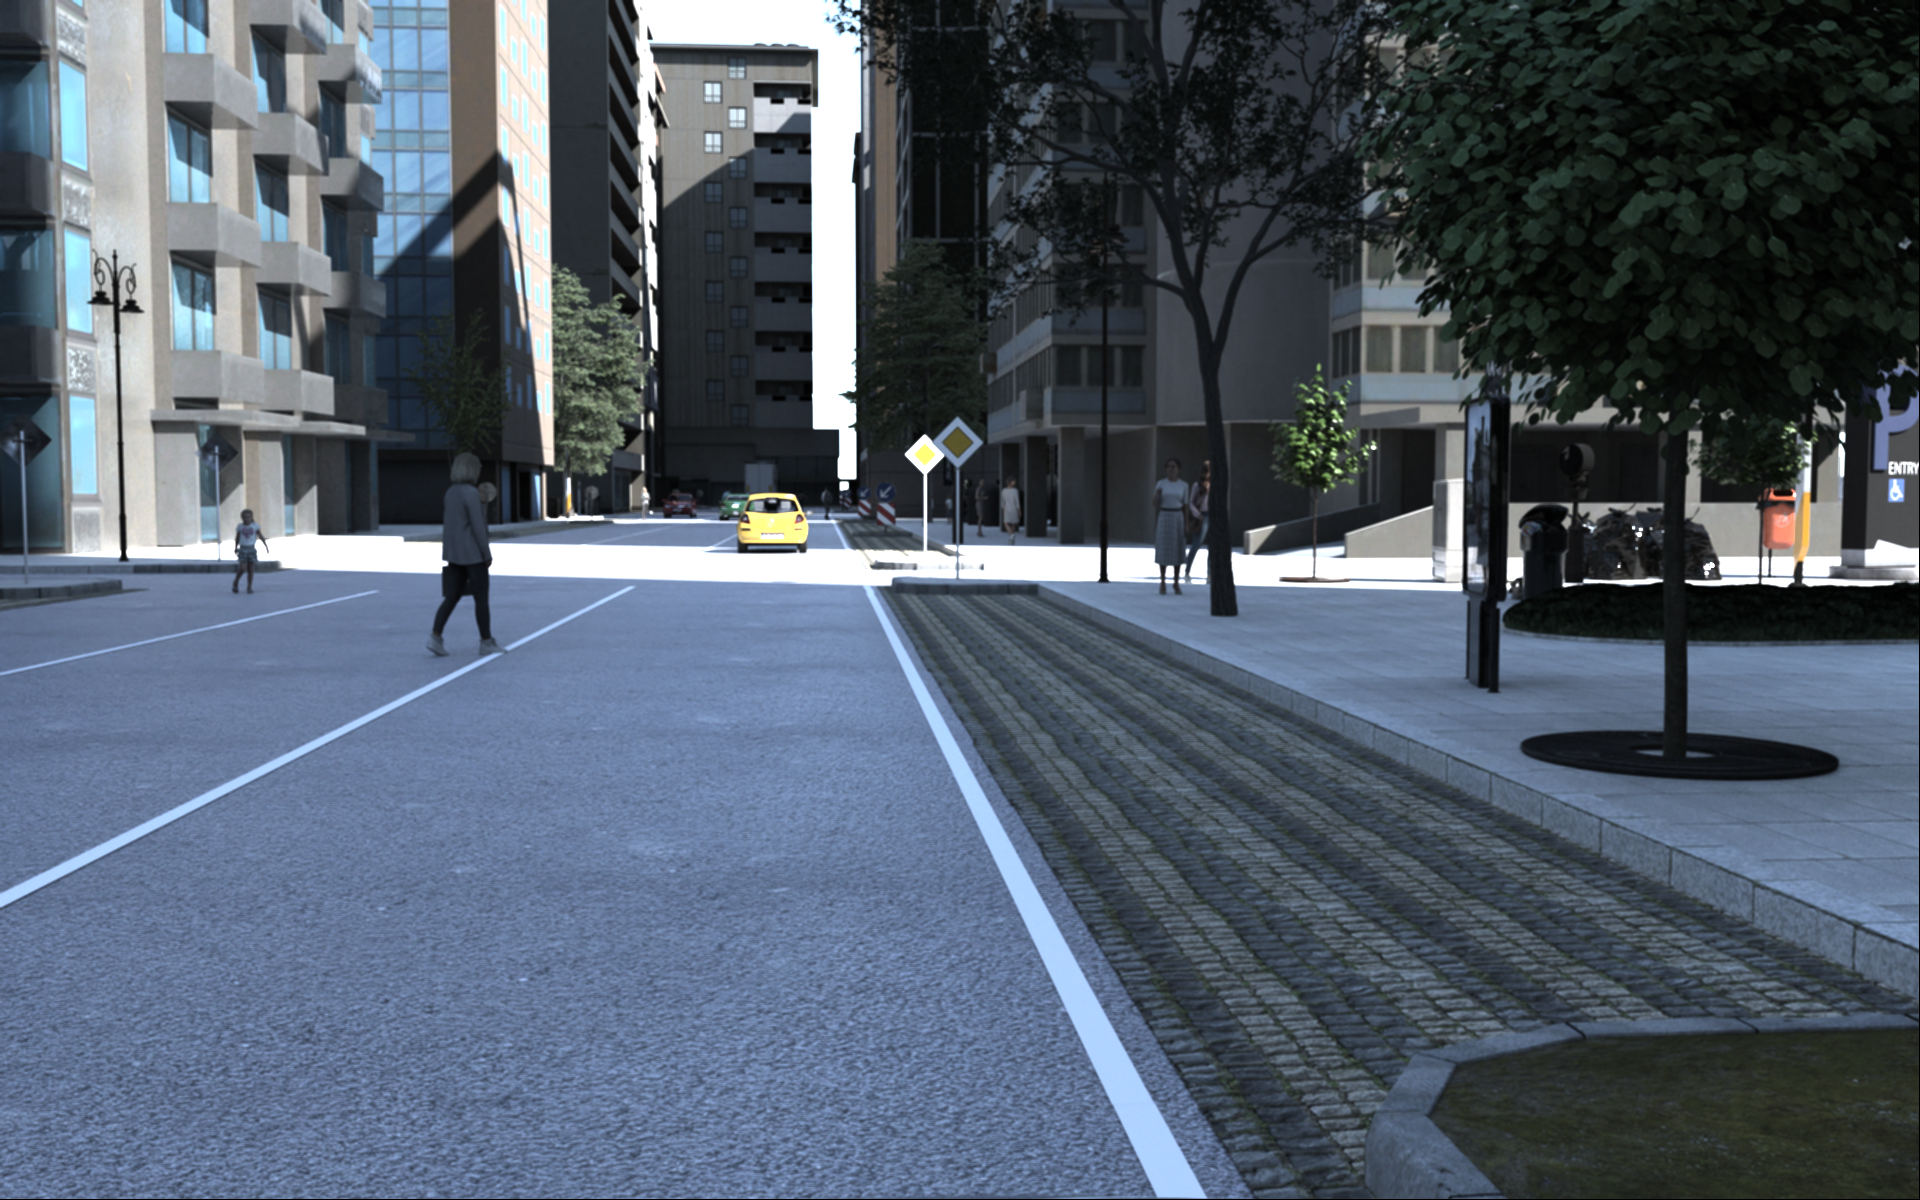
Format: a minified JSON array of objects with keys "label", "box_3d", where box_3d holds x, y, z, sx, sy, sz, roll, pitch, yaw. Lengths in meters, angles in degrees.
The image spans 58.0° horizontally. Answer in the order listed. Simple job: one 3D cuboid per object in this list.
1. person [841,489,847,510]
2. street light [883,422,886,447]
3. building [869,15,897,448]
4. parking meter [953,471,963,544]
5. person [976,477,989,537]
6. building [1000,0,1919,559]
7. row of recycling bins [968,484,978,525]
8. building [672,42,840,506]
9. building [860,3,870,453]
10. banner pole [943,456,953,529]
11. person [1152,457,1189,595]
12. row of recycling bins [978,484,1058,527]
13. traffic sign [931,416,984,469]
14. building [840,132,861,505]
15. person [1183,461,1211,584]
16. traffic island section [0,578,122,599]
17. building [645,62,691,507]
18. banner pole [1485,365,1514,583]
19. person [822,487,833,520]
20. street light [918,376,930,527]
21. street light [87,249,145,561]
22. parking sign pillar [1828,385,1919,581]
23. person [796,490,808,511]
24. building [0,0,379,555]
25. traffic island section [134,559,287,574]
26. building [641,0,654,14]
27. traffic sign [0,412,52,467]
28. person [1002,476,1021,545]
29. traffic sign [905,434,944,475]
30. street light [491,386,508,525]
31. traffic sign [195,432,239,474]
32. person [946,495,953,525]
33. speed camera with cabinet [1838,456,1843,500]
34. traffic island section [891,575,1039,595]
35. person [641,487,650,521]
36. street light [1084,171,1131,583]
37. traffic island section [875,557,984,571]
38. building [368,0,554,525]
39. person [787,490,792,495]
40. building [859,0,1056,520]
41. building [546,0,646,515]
[{"label":"person","box_3d":[-9.621,-8.252,143.290,0.709,1.838,0.599,1,4,23]},{"label":"street light","box_3d":[-4.784,-8.296,108.422,0.468,5.910,1.993,0,4,-5]},{"label":"building","box_3d":[0.550,-29.082,125.600,14.600,45.320,14.200,0,4,-5]},{"label":"parking meter","box_3d":[-0.056,-2.383,44.681,0.255,1.863,0.399,0,4,-4]},{"label":"person","box_3d":[0.660,-2.788,51.975,0.374,1.781,0.599,1,4,21]},{"label":"building","box_3d":[13.266,-21.881,49.642,23.993,40.220,32.217,0,4,-5]},{"label":"row of recycling bins","box_3d":[1.520,-4.016,72.780,1.069,1.692,3.534,2,4,33]},{"label":"building","box_3d":[-28.084,-37.581,203.687,27.495,52.752,28.713,0,4,-5]},{"label":"building","box_3d":[0.710,-38.439,170.473,21.231,58.520,28.212,0,4,-5]},{"label":"banner pole","box_3d":[-0.291,-4.458,62.908,0.863,3.779,0.401,-3,4,-39]},{"label":"person","box_3d":[2.691,-0.947,22.095,0.480,1.755,0.524,0,4,-3]},{"label":"row of recycling bins","box_3d":[2.657,-3.749,68.416,3.534,1.692,1.069,1,4,10]},{"label":"traffic sign","box_3d":[-0.014,-1.443,25.787,0.795,2.593,0.064,0,4,-5]},{"label":"building","box_3d":[0.190,-33.596,203.924,28.867,44.769,22.147,0,4,-5]},{"label":"person","box_3d":[3.477,-1.113,24.833,0.593,1.750,0.643,-1,4,-15]},{"label":"traffic island section","box_3d":[-13.389,-0.153,24.790,2.009,0.180,2.903,0,4,-5]},{"label":"building","box_3d":[-42.000,-31.531,170.156,28.867,44.769,22.147,0,4,-5]},{"label":"banner pole","box_3d":[7.832,-2.151,25.191,0.401,3.779,0.863,-1,4,-14]},{"label":"person","box_3d":[-7.415,-5.401,96.913,0.679,1.850,0.850,1,4,19]},{"label":"street light","box_3d":[-1.403,-5.834,68.176,0.468,5.910,1.993,0,4,-5]},{"label":"street light","box_3d":[-15.975,-3.677,32.912,0.468,5.910,1.993,0,4,-5]},{"label":"parking sign pillar","box_3d":[13.958,-2.303,26.128,1.447,3.967,1.447,-2,4,-26]},{"label":"person","box_3d":[-13.155,-8.230,143.772,1.217,1.736,0.721,1,4,19]},{"label":"building","box_3d":[-29.319,-26.144,47.064,23.786,49.044,30.456,0,4,-5]},{"label":"traffic island section","box_3d":[-14.037,-0.640,32.749,2.009,0.180,2.903,0,4,-5]},{"label":"building","box_3d":[-39.238,-33.722,140.594,28.713,52.752,27.495,0,4,-5]},{"label":"traffic sign","box_3d":[-13.366,-1.378,24.724,0.795,2.593,0.064,0,4,-5]},{"label":"person","box_3d":[1.304,-2.245,43.500,0.466,1.731,0.760,-1,4,-16]},{"label":"traffic sign","box_3d":[-0.662,-1.930,33.745,0.795,2.593,0.064,0,4,-5]},{"label":"street light","box_3d":[-19.359,-6.123,72.901,0.468,5.910,1.993,0,4,-5]},{"label":"traffic sign","box_3d":[-14.014,-1.865,32.683,0.795,2.593,0.064,0,4,-5]},{"label":"person","box_3d":[-0.463,-3.798,72.829,0.332,1.250,0.352,0,4,-2]},{"label":"speed camera with cabinet","box_3d":[45.333,-5.859,90.137,0.660,3.252,2.038,0,4,6]},{"label":"traffic island section","box_3d":[0.009,-0.220,25.871,2.009,0.180,2.903,0,4,-5]},{"label":"person","box_3d":[-16.818,-5.140,92.723,0.537,1.800,0.526,-2,4,-34]},{"label":"street light","box_3d":[2.088,-3.193,24.994,0.468,5.910,1.993,0,4,-5]},{"label":"traffic island section","box_3d":[-0.639,-0.706,33.830,2.009,0.180,2.903,0,4,-5]},{"label":"building","box_3d":[-26.599,-26.156,77.769,14.600,45.320,14.200,0,4,-5]},{"label":"person","box_3d":[-16.223,-9.545,164.657,1.348,1.812,0.705,-2,4,-28]},{"label":"building","box_3d":[4.917,-40.136,94.482,20.563,71.187,20.611,0,4,-5]},{"label":"building","box_3d":[-33.218,-30.148,116.629,21.300,48.544,21.600,0,4,-5]}]
